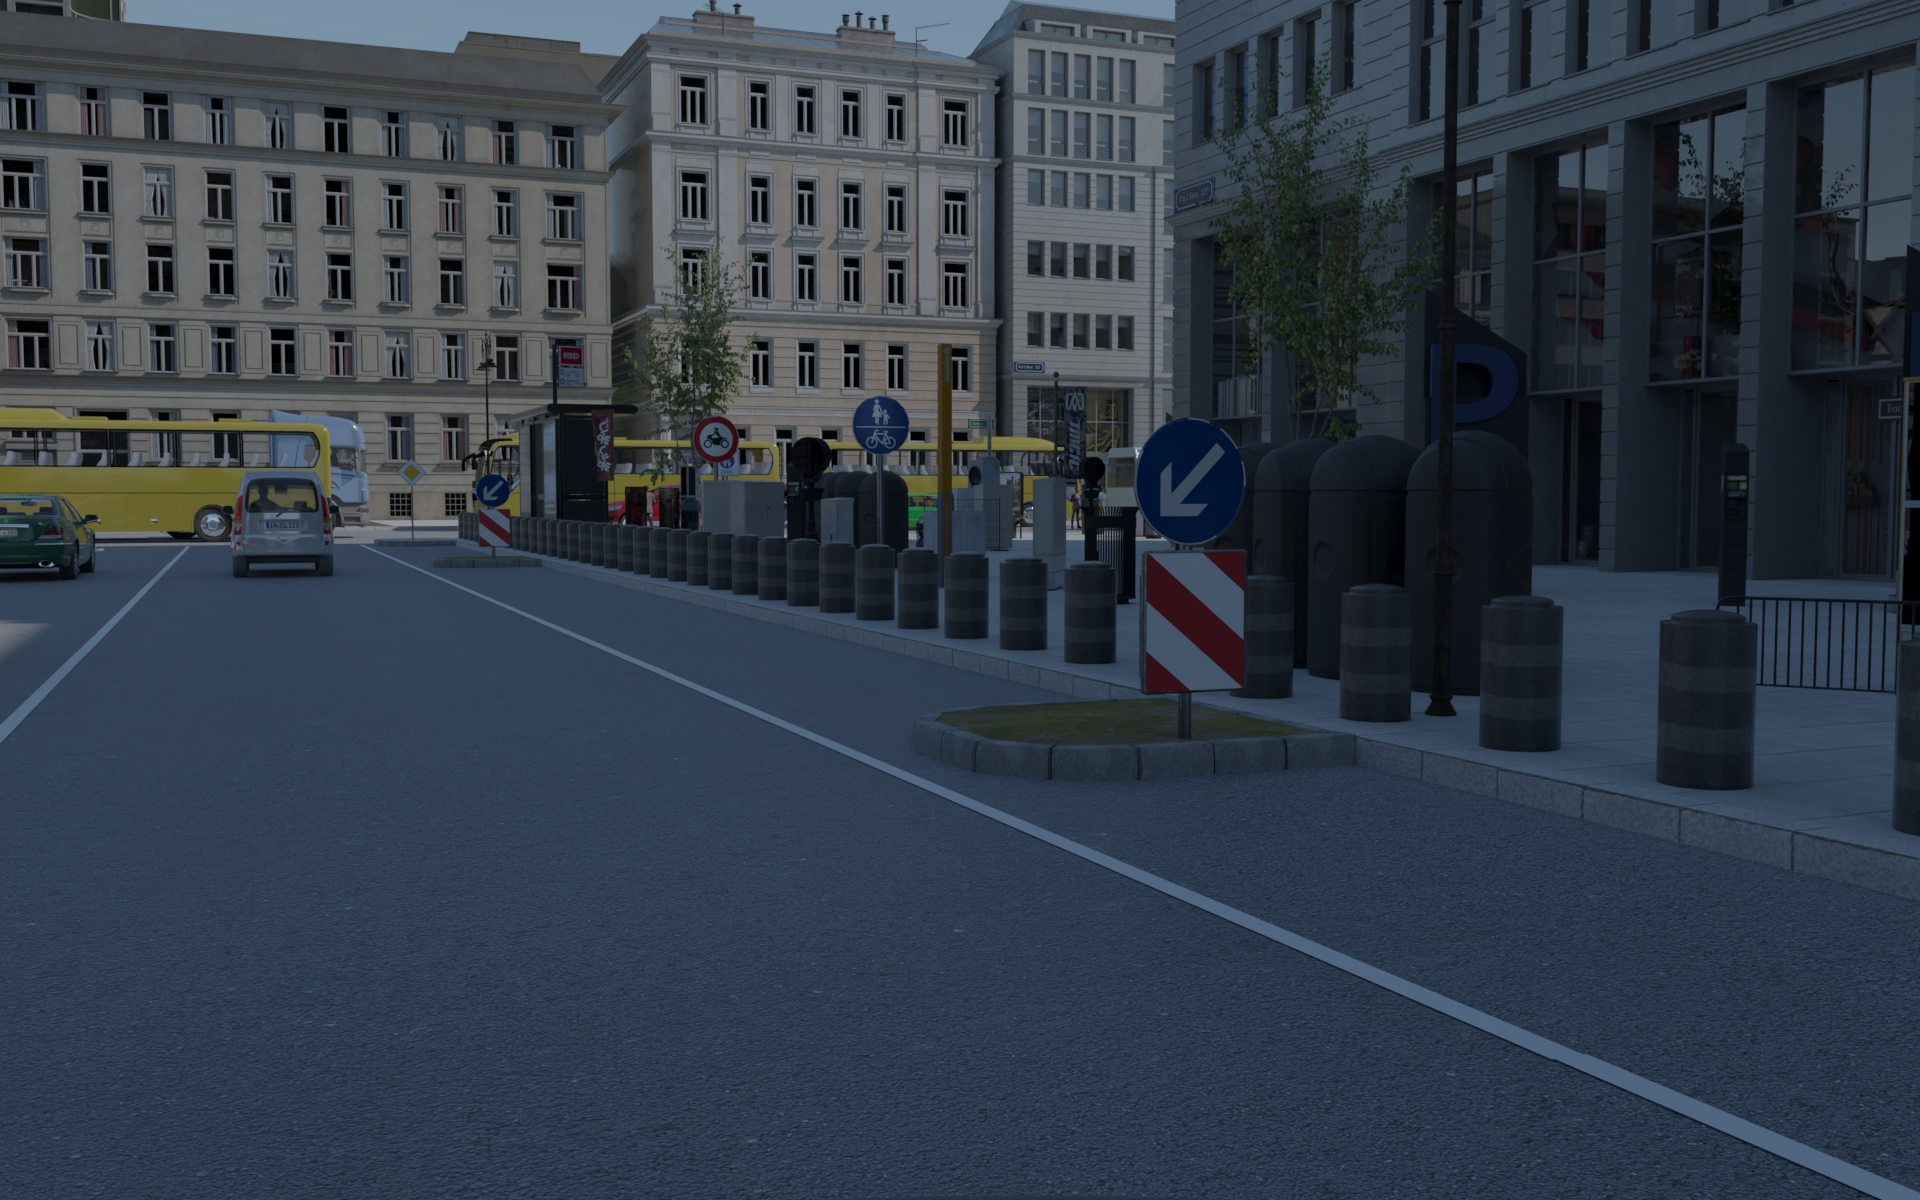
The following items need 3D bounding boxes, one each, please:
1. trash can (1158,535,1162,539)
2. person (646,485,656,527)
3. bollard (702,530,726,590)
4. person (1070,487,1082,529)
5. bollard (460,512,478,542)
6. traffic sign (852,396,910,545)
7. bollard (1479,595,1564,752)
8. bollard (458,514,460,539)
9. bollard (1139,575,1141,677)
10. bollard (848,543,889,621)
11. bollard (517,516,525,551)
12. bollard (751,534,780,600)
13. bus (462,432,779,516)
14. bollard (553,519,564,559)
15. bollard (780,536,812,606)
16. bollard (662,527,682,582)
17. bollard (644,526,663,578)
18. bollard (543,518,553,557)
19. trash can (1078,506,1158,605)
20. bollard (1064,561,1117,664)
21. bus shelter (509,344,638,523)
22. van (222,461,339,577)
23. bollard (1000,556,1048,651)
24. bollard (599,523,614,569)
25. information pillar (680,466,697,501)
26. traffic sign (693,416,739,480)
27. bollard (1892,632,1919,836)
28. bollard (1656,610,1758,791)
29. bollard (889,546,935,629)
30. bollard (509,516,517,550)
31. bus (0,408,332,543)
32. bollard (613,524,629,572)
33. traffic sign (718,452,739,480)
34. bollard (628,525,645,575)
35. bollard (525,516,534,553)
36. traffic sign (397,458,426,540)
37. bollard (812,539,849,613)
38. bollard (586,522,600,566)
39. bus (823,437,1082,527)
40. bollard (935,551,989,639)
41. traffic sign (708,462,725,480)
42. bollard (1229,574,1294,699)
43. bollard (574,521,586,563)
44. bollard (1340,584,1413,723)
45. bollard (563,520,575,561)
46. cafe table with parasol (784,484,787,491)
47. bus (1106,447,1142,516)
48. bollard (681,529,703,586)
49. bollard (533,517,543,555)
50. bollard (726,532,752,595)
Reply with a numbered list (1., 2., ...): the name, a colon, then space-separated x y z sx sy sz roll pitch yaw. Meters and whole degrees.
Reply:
1. trash can: 5.565 -2.329 49.727 0.748 1.137 0.748 0 3 0
2. person: -10.628 -3.015 58.615 0.655 1.722 0.431 -3 4 -36
3. bollard: -3.184 -0.524 23.290 0.404 0.777 0.398 0 3 0
4. person: 4.859 -3.810 71.620 0.655 1.722 0.431 -3 4 -39
5. bollard: -13.835 -2.093 48.945 0.404 0.777 0.398 0 3 0
6. traffic sign: -1.039 -1.372 22.545 0.768 2.556 0.104 -1 4 -15
7. bollard: 2.843 0.363 8.777 0.404 0.777 0.398 0 3 0
8. bollard: -14.299 -2.162 50.070 0.404 0.777 0.398 0 3 0
9. bollard: 1.454 0.159 12.116 0.404 0.777 0.398 0 3 0
10. bollard: -0.864 -0.183 17.703 0.404 0.777 0.398 0 3 0
11. bollard: -9.664 -1.479 38.896 0.404 0.777 0.398 0 3 0
12. bollard: -2.253 -0.387 21.052 0.404 0.777 0.398 0 3 0
13. bus: -13.457 -4.762 69.405 12.252 3.916 2.896 -2 4 -23
14. bollard: -7.798 -1.205 34.411 0.404 0.777 0.398 0 3 0
15. bollard: -1.791 -0.319 19.936 0.404 0.777 0.398 0 3 0
16. bollard: -4.106 -0.660 25.514 0.404 0.777 0.398 0 3 0
17. bollard: -4.570 -0.728 26.623 0.404 0.777 0.398 0 3 0
18. bollard: -8.271 -1.274 35.544 0.404 0.777 0.398 0 3 0
19. trash can: 1.758 -0.528 20.285 0.748 1.137 0.748 0 3 0
20. bollard: 0.996 0.091 13.228 0.404 0.777 0.398 0 3 0
21. bus shelter: -10.172 -4.075 44.254 2.179 5.291 8.768 -1 4 -23
22. van: -12.270 -1.487 31.331 2.013 2.044 4.112 -1 4 -22
23. bollard: 0.527 0.022 14.354 0.404 0.777 0.398 0 3 0
24. bollard: -5.956 -0.933 29.970 0.404 0.777 0.398 0 3 0
25. information pillar: -7.059 -2.481 45.049 0.304 2.012 0.304 3 5 43
26. traffic sign: -3.990 -1.726 28.326 0.768 2.556 0.104 -1 4 -22
27. bollard: 3.768 0.499 6.558 0.404 0.777 0.398 0 3 0
28. bollard: 3.303 0.431 7.666 0.404 0.777 0.398 0 3 0
29. bollard: -0.401 -0.114 16.588 0.404 0.777 0.398 0 3 0
30. bollard: -10.124 -1.547 40.008 0.404 0.777 0.398 0 3 0
31. bus: -25.079 -3.635 50.987 12.252 3.916 2.896 -1 4 -22
32. bollard: -5.494 -0.864 28.850 0.404 0.777 0.398 0 3 0
33. traffic sign: -5.514 -2.377 40.996 0.606 2.300 0.079 -1 4 -14
34. bollard: -5.030 -0.796 27.733 0.404 0.777 0.398 0 3 0
35. bollard: -9.196 -1.410 37.778 0.404 0.777 0.398 0 3 0
36. traffic sign: -15.359 -2.747 48.548 0.795 2.450 0.064 -1 4 -22
37. bollard: -1.329 -0.251 18.820 0.404 0.777 0.398 0 3 0
38. bollard: -6.418 -1.001 31.080 0.404 0.777 0.398 0 3 0
39. bus: -0.421 -5.071 74.455 12.252 3.916 2.896 -1 4 -21
40. bollard: 0.058 -0.046 15.477 0.404 0.777 0.398 0 3 0
41. traffic sign: -5.786 -2.584 42.358 0.768 2.556 0.104 -1 4 -14
42. bollard: 1.918 0.227 11.008 0.404 0.777 0.398 0 3 0
43. bollard: -6.877 -1.069 32.191 0.404 0.777 0.398 0 3 0
44. bollard: 2.377 0.295 9.893 0.404 0.777 0.398 0 3 0
45. bollard: -7.339 -1.137 33.301 0.404 0.777 0.398 0 3 0
46. cafe table with parasol: -13.719 -8.146 138.048 2.610 1.966 2.610 -2 4 -25
47. bus: 12.453 -4.691 71.555 13.247 3.499 2.948 -2 4 -24
48. bollard: -3.643 -0.592 24.401 0.404 0.777 0.398 0 3 0
49. bollard: -8.738 -1.342 36.667 0.404 0.777 0.398 0 3 0
50. bollard: -2.716 -0.455 22.162 0.404 0.777 0.398 0 3 0
